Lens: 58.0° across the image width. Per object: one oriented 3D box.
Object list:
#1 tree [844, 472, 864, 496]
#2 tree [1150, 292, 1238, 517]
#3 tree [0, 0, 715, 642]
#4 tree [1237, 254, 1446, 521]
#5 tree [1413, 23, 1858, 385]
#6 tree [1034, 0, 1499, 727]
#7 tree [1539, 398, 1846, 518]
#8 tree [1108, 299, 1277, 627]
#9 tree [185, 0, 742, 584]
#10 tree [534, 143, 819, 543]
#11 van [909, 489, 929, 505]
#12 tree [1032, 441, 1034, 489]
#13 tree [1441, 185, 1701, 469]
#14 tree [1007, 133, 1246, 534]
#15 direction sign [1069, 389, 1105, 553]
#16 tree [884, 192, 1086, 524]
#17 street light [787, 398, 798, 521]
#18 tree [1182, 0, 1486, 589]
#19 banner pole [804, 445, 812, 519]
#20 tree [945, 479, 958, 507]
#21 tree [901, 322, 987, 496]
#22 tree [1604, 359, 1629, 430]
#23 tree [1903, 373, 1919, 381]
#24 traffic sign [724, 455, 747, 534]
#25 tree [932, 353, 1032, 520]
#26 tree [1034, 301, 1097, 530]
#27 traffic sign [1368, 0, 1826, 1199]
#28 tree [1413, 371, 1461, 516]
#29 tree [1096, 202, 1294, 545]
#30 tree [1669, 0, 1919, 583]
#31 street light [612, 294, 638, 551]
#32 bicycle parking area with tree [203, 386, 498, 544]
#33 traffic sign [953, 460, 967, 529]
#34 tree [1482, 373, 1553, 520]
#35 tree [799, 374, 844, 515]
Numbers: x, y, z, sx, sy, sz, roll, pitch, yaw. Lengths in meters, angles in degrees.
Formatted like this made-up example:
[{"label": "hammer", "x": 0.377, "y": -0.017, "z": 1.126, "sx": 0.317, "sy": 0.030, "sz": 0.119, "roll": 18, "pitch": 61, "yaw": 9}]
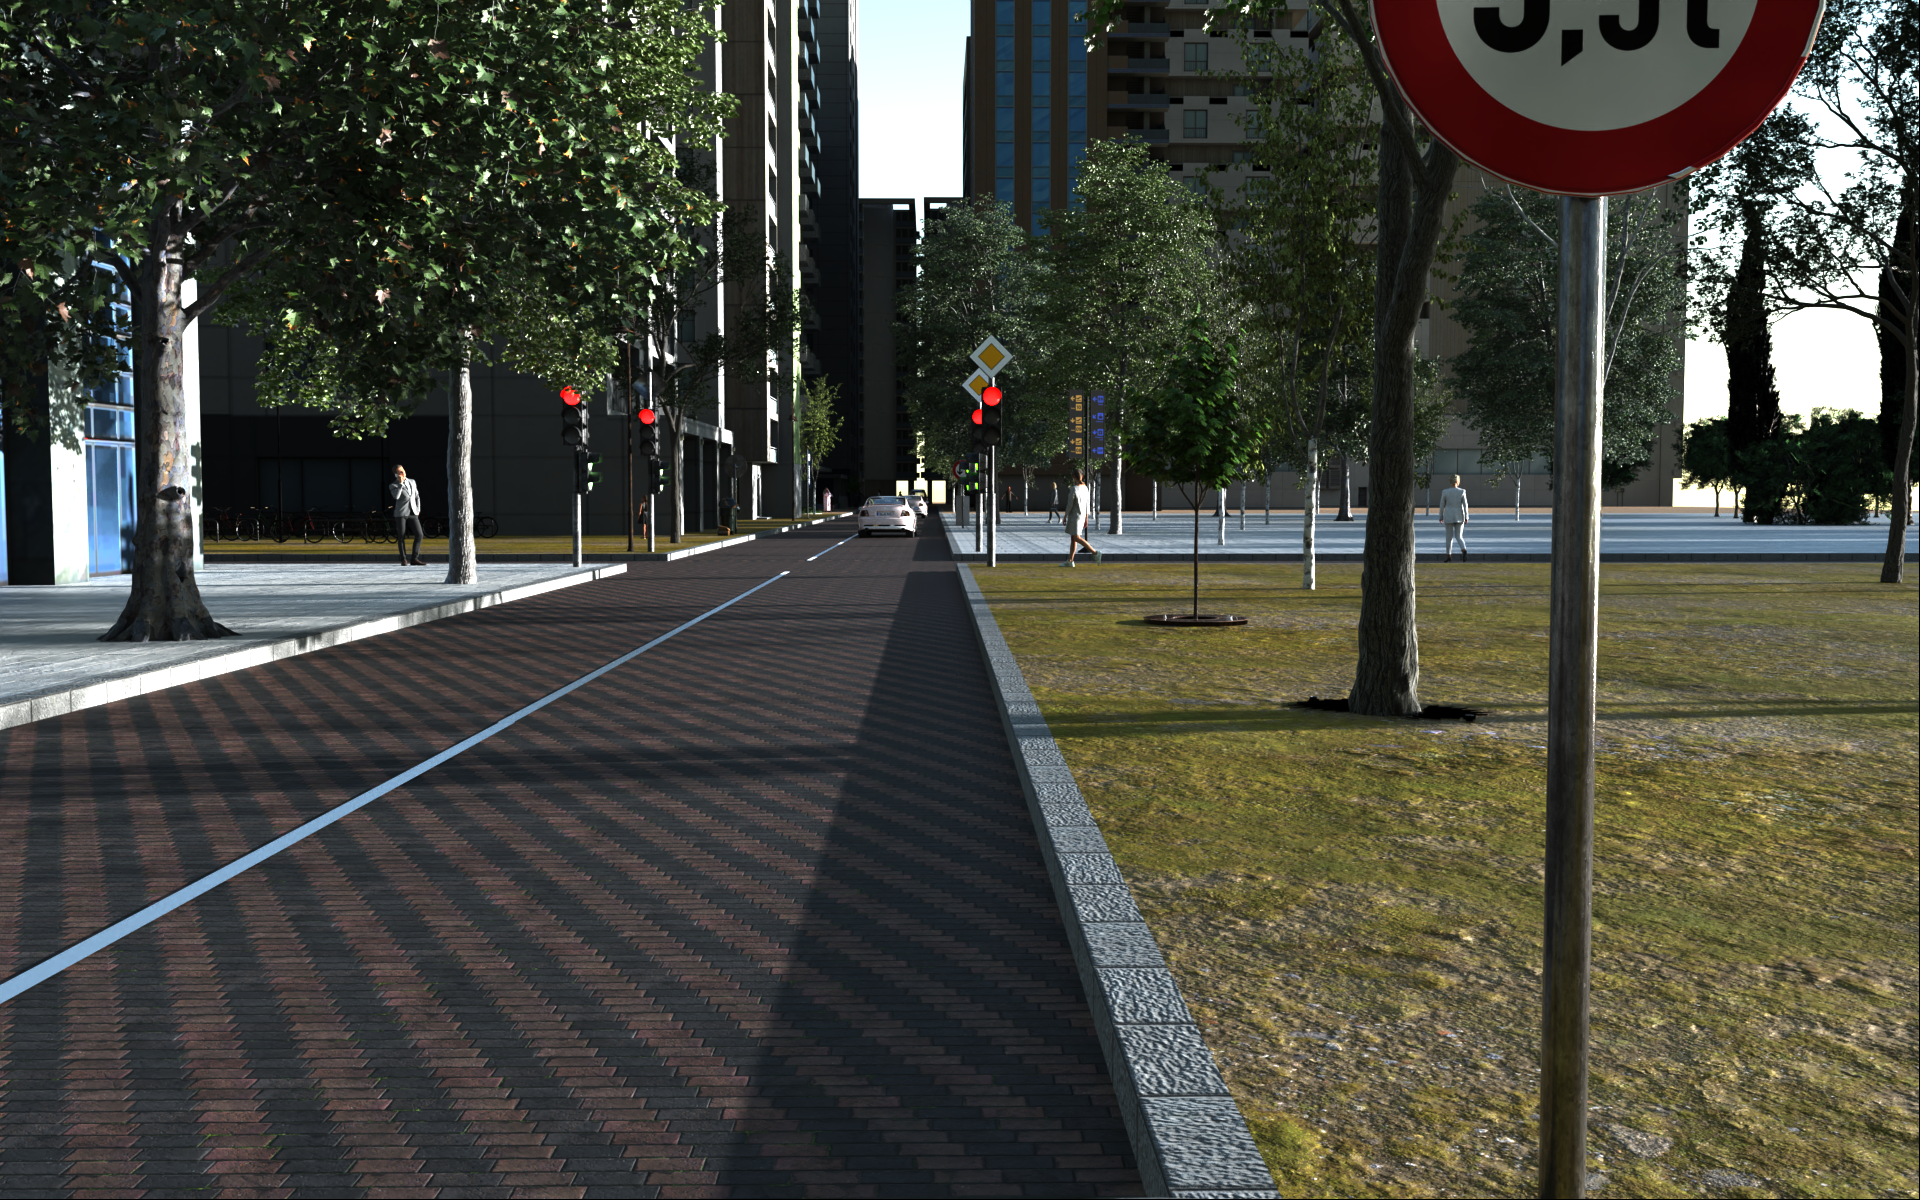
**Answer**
[{"label": "tree", "x": -9.063, "y": -9.335, "z": 147.233, "sx": 1.663, "sy": 3.219, "sz": 1.824, "roll": 0, "pitch": 3, "yaw": 0}, {"label": "tree", "x": 14.999, "y": -11.090, "z": 98.336, "sx": 9.611, "sy": 12.733, "sz": 9.660, "roll": 0, "pitch": 3, "yaw": 0}, {"label": "tree", "x": -6.954, "y": -5.998, "z": 15.075, "sx": 9.611, "sy": 12.733, "sz": 9.660, "roll": 0, "pitch": 3, "yaw": 0}, {"label": "tree", "x": 18.270, "y": -10.090, "z": 81.980, "sx": 9.611, "sy": 12.733, "sz": 9.660, "roll": 0, "pitch": 3, "yaw": 0}, {"label": "tree", "x": 18.258, "y": -11.816, "z": 49.079, "sx": 12.611, "sy": 20.169, "sz": 13.585, "roll": 0, "pitch": 3, "yaw": 0}, {"label": "tree", "x": 2.671, "y": -5.140, "z": 9.791, "sx": 9.928, "sy": 11.665, "sz": 9.643, "roll": 0, "pitch": 3, "yaw": 0}, {"label": "tree", "x": 39.793, "y": -8.312, "z": 98.801, "sx": 11.467, "sy": 7.101, "sz": 20.602, "roll": -2, "pitch": 4, "yaw": -32}, {"label": "tree", "x": 2.464, "y": -1.385, "z": 17.241, "sx": 1.663, "sy": 3.219, "sz": 1.824, "roll": 0, "pitch": 3, "yaw": 0}, {"label": "tree", "x": -6.738, "y": -6.511, "z": 24.578, "sx": 7.486, "sy": 12.596, "sz": 7.792, "roll": 0, "pitch": 3, "yaw": 0}, {"label": "tree", "x": -7.263, "y": -6.780, "z": 45.261, "sx": 8.767, "sy": 10.594, "sz": 7.601, "roll": 2, "pitch": 4, "yaw": 27}, {"label": "van", "x": -3.680, "y": -8.770, "z": 150.396, "sx": 2.013, "sy": 2.044, "sz": 4.112, "roll": 0, "pitch": 4, "yaw": -3}, {"label": "tree", "x": 4.209, "y": -9.403, "z": 104.098, "sx": 4.360, "sy": 8.622, "sz": 3.978, "roll": 0, "pitch": 3, "yaw": 0}, {"label": "tree", "x": 22.504, "y": -9.651, "z": 64.444, "sx": 9.857, "sy": 13.997, "sz": 8.962, "roll": 0, "pitch": 3, "yaw": 0}, {"label": "tree", "x": 5.381, "y": -8.383, "z": 55.196, "sx": 7.486, "sy": 12.596, "sz": 7.792, "roll": 0, "pitch": 3, "yaw": 0}, {"label": "direction sign", "x": 2.759, "y": -2.798, "z": 37.743, "sx": 0.876, "sy": 3.537, "sz": 0.379, "roll": -2, "pitch": 4, "yaw": -25}, {"label": "tree", "x": 1.463, "y": -10.202, "z": 73.456, "sx": 9.857, "sy": 13.997, "sz": 8.962, "roll": 0, "pitch": 3, "yaw": 0}, {"label": "street light", "x": -8.009, "y": -6.749, "z": 83.127, "sx": 0.468, "sy": 5.910, "sz": 1.993, "roll": 0, "pitch": 4, "yaw": -1}, {"label": "tree", "x": 4.853, "y": -4.463, "z": 23.340, "sx": 4.737, "sy": 8.622, "sz": 4.395, "roll": 0, "pitch": 3, "yaw": 0}, {"label": "banner pole", "x": -7.805, "y": -6.070, "z": 89.257, "sx": 0.401, "sy": 3.779, "sz": 0.863, "roll": 1, "pitch": 4, "yaw": 9}, {"label": "tree", "x": -0.658, "y": -10.692, "z": 169.410, "sx": 1.663, "sy": 3.219, "sz": 1.824, "roll": 0, "pitch": 3, "yaw": 0}, {"label": "tree", "x": -0.074, "y": -11.832, "z": 111.578, "sx": 7.486, "sy": 12.596, "sz": 7.792, "roll": 0, "pitch": 3, "yaw": 0}, {"label": "tree", "x": 27.492, "y": -7.651, "z": 75.451, "sx": 4.737, "sy": 8.622, "sz": 4.395, "roll": 0, "pitch": 3, "yaw": 0}, {"label": "tree", "x": 43.689, "y": -5.909, "z": 59.523, "sx": 20.602, "sy": 7.101, "sz": 11.467, "roll": 0, "pitch": 4, "yaw": 4}, {"label": "traffic sign", "x": -7.238, "y": -3.409, "z": 55.835, "sx": 0.768, "sy": 2.556, "sz": 0.104, "roll": 1, "pitch": 4, "yaw": 9}, {"label": "tree", "x": 0.824, "y": -8.716, "z": 92.874, "sx": 4.360, "sy": 8.622, "sz": 3.978, "roll": 0, "pitch": 3, "yaw": 0}, {"label": "tree", "x": 4.966, "y": -6.844, "z": 62.268, "sx": 4.360, "sy": 8.622, "sz": 3.978, "roll": 0, "pitch": 3, "yaw": 0}, {"label": "traffic sign", "x": 1.079, "y": -0.179, "z": 3.028, "sx": 0.768, "sy": 2.556, "sz": 0.104, "roll": 0, "pitch": 4, "yaw": 4}, {"label": "tree", "x": 27.178, "y": -9.233, "z": 101.329, "sx": 4.360, "sy": 8.622, "sz": 3.978, "roll": 0, "pitch": 3, "yaw": 0}, {"label": "tree", "x": 6.405, "y": -5.671, "z": 43.083, "sx": 4.360, "sy": 8.622, "sz": 3.978, "roll": 0, "pitch": 3, "yaw": 0}, {"label": "tree", "x": 13.810, "y": -5.518, "z": 24.636, "sx": 7.601, "sy": 10.594, "sz": 8.767, "roll": 2, "pitch": 4, "yaw": 29}, {"label": "street light", "x": -7.375, "y": -4.027, "z": 38.628, "sx": 0.468, "sy": 5.910, "sz": 1.993, "roll": 0, "pitch": 4, "yaw": -1}, {"label": "bicycle parking area with tree", "x": -17.468, "y": -3.769, "z": 48.631, "sx": 9.016, "sy": 4.147, "sz": 8.231, "roll": 2, "pitch": 4, "yaw": 25}, {"label": "traffic sign", "x": 0.108, "y": -3.927, "z": 64.318, "sx": 0.768, "sy": 2.556, "sz": 0.104, "roll": 0, "pitch": 4, "yaw": 1}, {"label": "tree", "x": 27.226, "y": -8.195, "z": 84.347, "sx": 4.360, "sy": 8.622, "sz": 3.978, "roll": 0, "pitch": 3, "yaw": 0}, {"label": "tree", "x": -9.011, "y": -9.536, "z": 106.268, "sx": 4.737, "sy": 8.622, "sz": 4.395, "roll": 0, "pitch": 3, "yaw": 0}]
